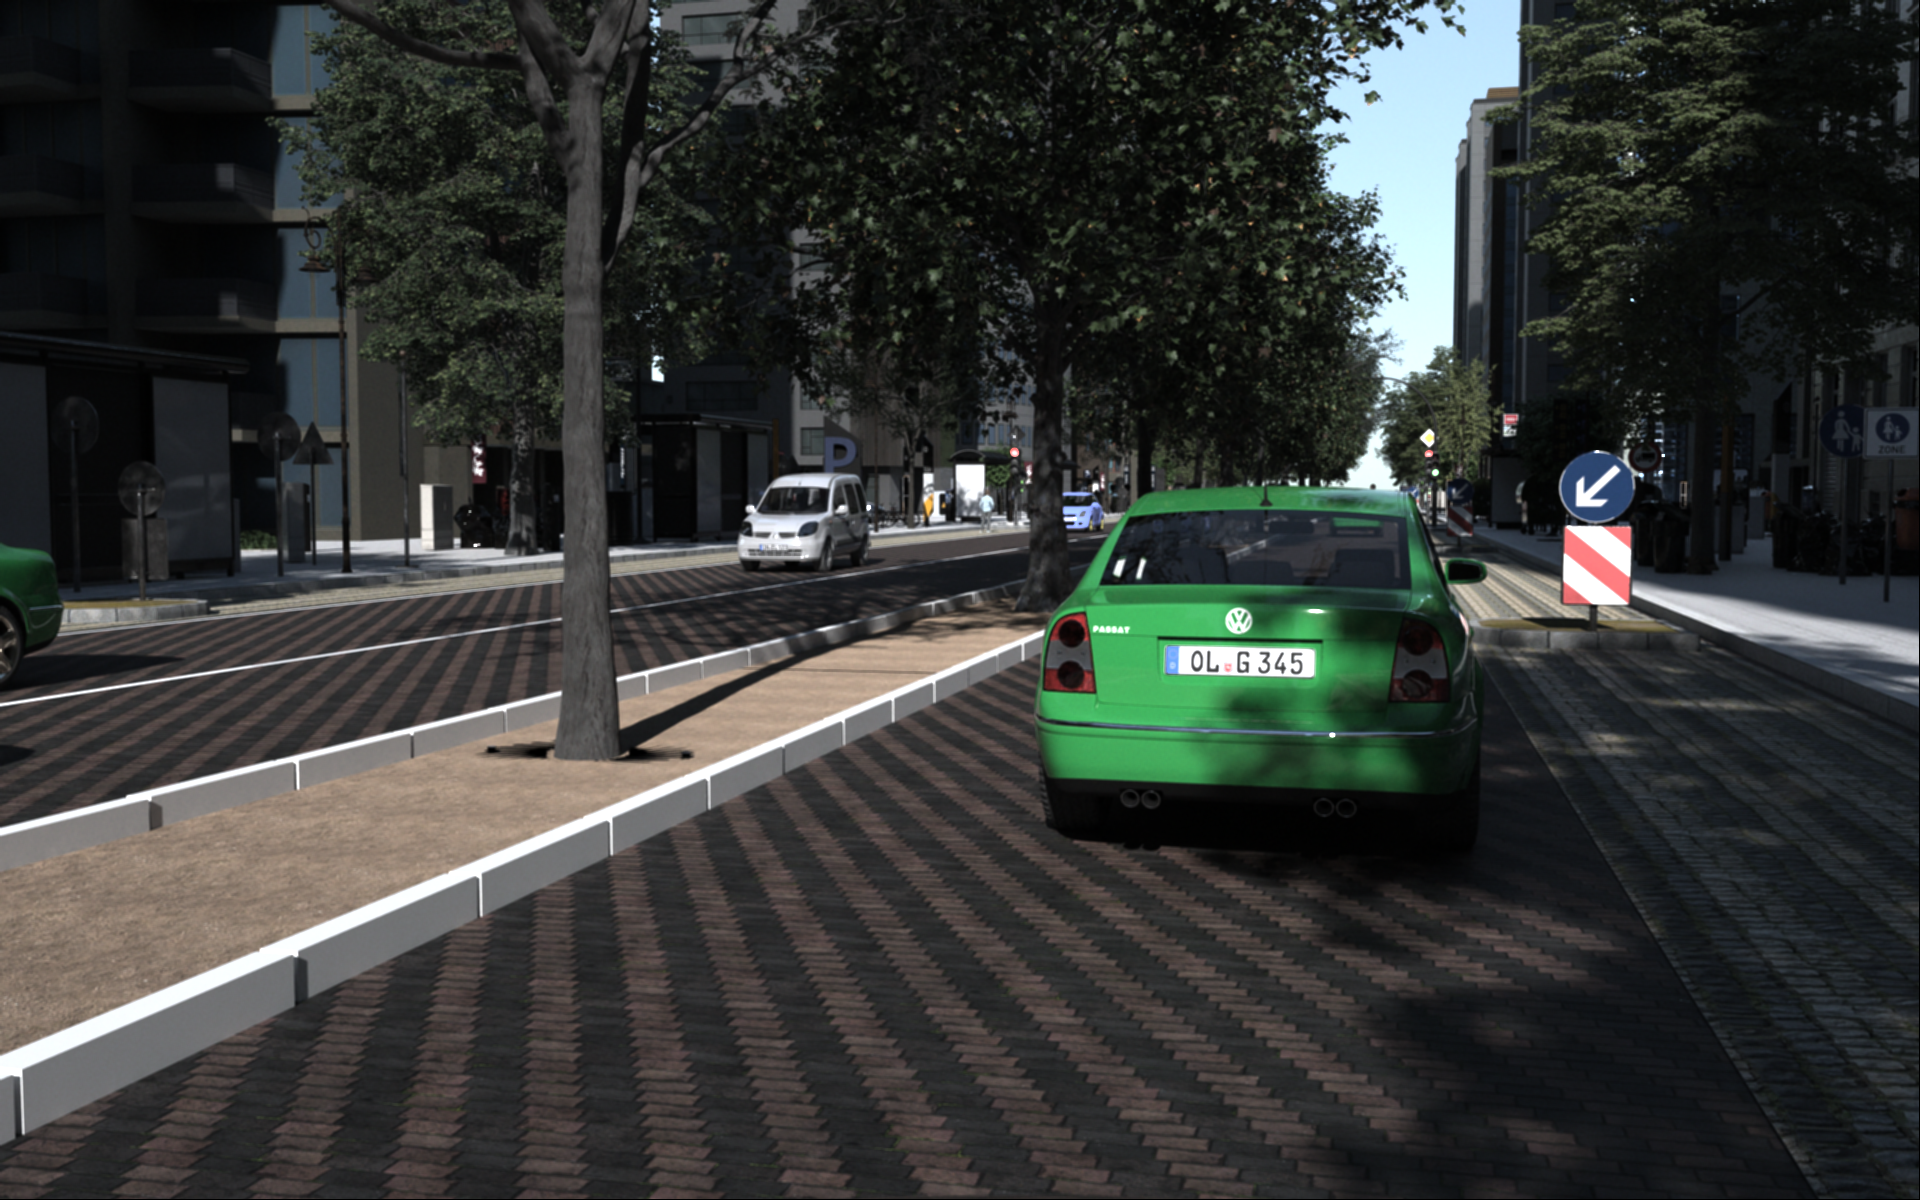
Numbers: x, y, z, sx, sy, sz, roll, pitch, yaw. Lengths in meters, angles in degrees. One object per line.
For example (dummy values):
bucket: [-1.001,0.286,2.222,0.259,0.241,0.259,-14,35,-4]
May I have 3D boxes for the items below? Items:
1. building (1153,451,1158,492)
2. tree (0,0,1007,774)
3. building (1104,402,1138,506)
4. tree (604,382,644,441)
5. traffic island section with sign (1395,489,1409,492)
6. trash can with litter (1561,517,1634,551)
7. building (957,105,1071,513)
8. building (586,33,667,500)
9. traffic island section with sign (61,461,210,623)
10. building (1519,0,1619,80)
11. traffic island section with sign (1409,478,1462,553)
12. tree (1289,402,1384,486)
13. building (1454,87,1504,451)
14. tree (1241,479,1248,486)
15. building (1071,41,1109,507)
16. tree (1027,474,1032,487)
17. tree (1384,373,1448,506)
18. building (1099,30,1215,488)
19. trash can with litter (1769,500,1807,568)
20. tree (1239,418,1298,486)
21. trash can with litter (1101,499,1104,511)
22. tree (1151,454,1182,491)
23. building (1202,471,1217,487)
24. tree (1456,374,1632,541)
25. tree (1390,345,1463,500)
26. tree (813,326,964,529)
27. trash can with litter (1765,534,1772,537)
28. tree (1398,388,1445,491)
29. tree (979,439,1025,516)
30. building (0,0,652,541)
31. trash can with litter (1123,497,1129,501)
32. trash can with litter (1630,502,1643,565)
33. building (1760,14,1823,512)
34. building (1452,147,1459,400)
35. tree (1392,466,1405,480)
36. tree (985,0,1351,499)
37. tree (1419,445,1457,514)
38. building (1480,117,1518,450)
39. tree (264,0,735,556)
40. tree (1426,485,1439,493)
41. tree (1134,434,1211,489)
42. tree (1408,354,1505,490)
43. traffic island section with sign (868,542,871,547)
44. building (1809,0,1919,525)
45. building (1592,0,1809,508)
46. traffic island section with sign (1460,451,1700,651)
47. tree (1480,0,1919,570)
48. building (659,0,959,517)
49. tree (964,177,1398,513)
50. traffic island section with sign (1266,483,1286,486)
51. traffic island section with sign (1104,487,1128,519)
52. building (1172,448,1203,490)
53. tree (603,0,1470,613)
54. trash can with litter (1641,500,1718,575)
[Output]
building: [16.894,-31.819,203.835,14.154,41.232,14.086,1,4,13]
tree: [-2.021,-5.893,9.175,12.009,13.543,11.850,0,3,0]
building: [5.141,-20.800,185.124,27.650,21.520,28.899,1,4,13]
tree: [-19.951,-9.015,97.754,4.737,8.622,4.395,0,3,0]
traffic island section with sign: [25.123,-5.377,96.536,1.989,1.847,2.006,1,4,13]
trash can with litter: [14.838,-1.711,39.034,1.678,1.210,2.233,-2,4,-30]
building: [-4.294,-35.978,130.244,21.231,58.520,28.212,1,4,13]
building: [-34.787,-31.725,107.938,27.495,52.752,28.713,1,4,13]
traffic island section with sign: [-9.919,-0.703,20.115,1.989,1.847,2.006,1,4,13]
building: [61.564,-37.631,157.261,21.231,58.520,28.212,1,4,13]
traffic island section with sign: [12.275,-2.105,43.041,1.989,1.847,2.006,1,4,13]
tree: [27.053,-13.534,130.401,9.857,13.997,8.962,0,3,0]
building: [85.419,-43.676,256.107,21.231,58.520,28.212,1,4,13]
tree: [32.175,-17.706,207.626,7.486,12.596,7.792,0,3,0]
building: [6.088,-31.311,162.051,14.600,45.320,14.200,1,4,13]
tree: [4.413,-5.698,87.763,1.663,3.219,1.824,0,3,0]
tree: [48.690,-16.831,181.839,9.857,13.997,8.962,0,3,0]
building: [29.012,-50.752,268.041,20.563,71.187,20.611,1,4,13]
trash can with litter: [14.534,-1.130,29.863,0.624,1.170,1.055,-3,4,-36]
tree: [9.071,-6.227,54.632,4.360,8.622,3.978,0,3,0]
trash can with litter: [10.744,-7.377,131.996,1.055,1.170,0.624,-2,4,-25]
tree: [16.435,-9.661,141.665,4.285,4.588,4.351,0,3,0]
building: [31.495,-27.482,294.371,27.650,21.520,28.899,1,4,13]
tree: [16.652,-3.896,47.415,4.285,4.588,4.351,0,3,0]
tree: [37.150,-13.087,132.103,7.486,12.596,7.792,0,3,0]
tree: [-1.985,-7.900,63.584,8.767,10.594,7.601,2,4,24]
trash can with litter: [24.244,-2.522,52.296,2.233,1.210,1.678,1,4,18]
tree: [41.264,-13.350,152.685,7.601,10.594,8.767,0,4,-2]
tree: [2.476,-7.334,103.616,4.285,4.588,4.351,0,3,0]
building: [-26.419,-24.514,55.429,28.867,44.769,22.147,1,4,13]
trash can with litter: [11.518,-6.731,121.446,0.624,1.170,1.055,0,4,6]
trash can with litter: [12.363,-1.206,31.109,0.624,1.170,1.055,1,4,22]
building: [56.088,-26.308,84.753,28.867,44.769,22.147,1,4,13]
building: [91.660,-45.356,283.571,21.231,58.520,28.212,1,4,13]
tree: [55.015,-15.939,210.968,4.737,8.622,4.395,0,3,0]
tree: [3.214,-6.247,30.345,9.928,11.665,9.643,0,3,0]
tree: [28.607,-7.067,99.254,4.285,4.588,4.351,0,3,0]
building: [68.763,-33.790,202.577,14.600,45.320,14.200,1,4,13]
tree: [-9.226,-7.919,36.123,9.857,13.997,8.962,0,3,0]
tree: [45.441,-10.578,167.555,1.663,3.219,1.824,0,3,0]
tree: [17.791,-14.099,148.653,7.486,12.596,7.792,0,3,0]
tree: [26.674,-8.644,91.687,4.737,8.622,4.395,0,3,0]
traffic island section with sign: [-3.493,-2.336,46.826,1.989,1.847,2.006,1,4,13]
building: [30.985,-12.616,39.561,16.112,22.955,30.059,1,4,13]
building: [56.287,-49.668,124.741,22.319,86.520,31.000,1,4,13]
traffic island section with sign: [5.972,-0.501,16.826,1.989,1.847,2.006,1,4,13]
tree: [12.610,-6.759,28.644,7.486,12.596,7.792,0,3,0]
building: [-8.474,-20.212,102.170,14.160,30.474,14.107,1,4,13]
tree: [5.286,-6.254,39.120,8.767,10.594,7.601,1,4,13]
traffic island section with sign: [14.074,-4.143,75.879,2.006,1.907,1.989,1,4,13]
traffic island section with sign: [9.411,-5.622,100.553,1.989,1.847,2.006,1,4,13]
building: [27.688,-29.363,251.782,14.160,30.474,14.107,1,4,13]
tree: [1.055,-6.192,20.699,9.611,12.733,9.660,0,3,0]
trash can with litter: [11.714,-1.014,27.966,0.624,1.170,1.055,-3,5,-39]
